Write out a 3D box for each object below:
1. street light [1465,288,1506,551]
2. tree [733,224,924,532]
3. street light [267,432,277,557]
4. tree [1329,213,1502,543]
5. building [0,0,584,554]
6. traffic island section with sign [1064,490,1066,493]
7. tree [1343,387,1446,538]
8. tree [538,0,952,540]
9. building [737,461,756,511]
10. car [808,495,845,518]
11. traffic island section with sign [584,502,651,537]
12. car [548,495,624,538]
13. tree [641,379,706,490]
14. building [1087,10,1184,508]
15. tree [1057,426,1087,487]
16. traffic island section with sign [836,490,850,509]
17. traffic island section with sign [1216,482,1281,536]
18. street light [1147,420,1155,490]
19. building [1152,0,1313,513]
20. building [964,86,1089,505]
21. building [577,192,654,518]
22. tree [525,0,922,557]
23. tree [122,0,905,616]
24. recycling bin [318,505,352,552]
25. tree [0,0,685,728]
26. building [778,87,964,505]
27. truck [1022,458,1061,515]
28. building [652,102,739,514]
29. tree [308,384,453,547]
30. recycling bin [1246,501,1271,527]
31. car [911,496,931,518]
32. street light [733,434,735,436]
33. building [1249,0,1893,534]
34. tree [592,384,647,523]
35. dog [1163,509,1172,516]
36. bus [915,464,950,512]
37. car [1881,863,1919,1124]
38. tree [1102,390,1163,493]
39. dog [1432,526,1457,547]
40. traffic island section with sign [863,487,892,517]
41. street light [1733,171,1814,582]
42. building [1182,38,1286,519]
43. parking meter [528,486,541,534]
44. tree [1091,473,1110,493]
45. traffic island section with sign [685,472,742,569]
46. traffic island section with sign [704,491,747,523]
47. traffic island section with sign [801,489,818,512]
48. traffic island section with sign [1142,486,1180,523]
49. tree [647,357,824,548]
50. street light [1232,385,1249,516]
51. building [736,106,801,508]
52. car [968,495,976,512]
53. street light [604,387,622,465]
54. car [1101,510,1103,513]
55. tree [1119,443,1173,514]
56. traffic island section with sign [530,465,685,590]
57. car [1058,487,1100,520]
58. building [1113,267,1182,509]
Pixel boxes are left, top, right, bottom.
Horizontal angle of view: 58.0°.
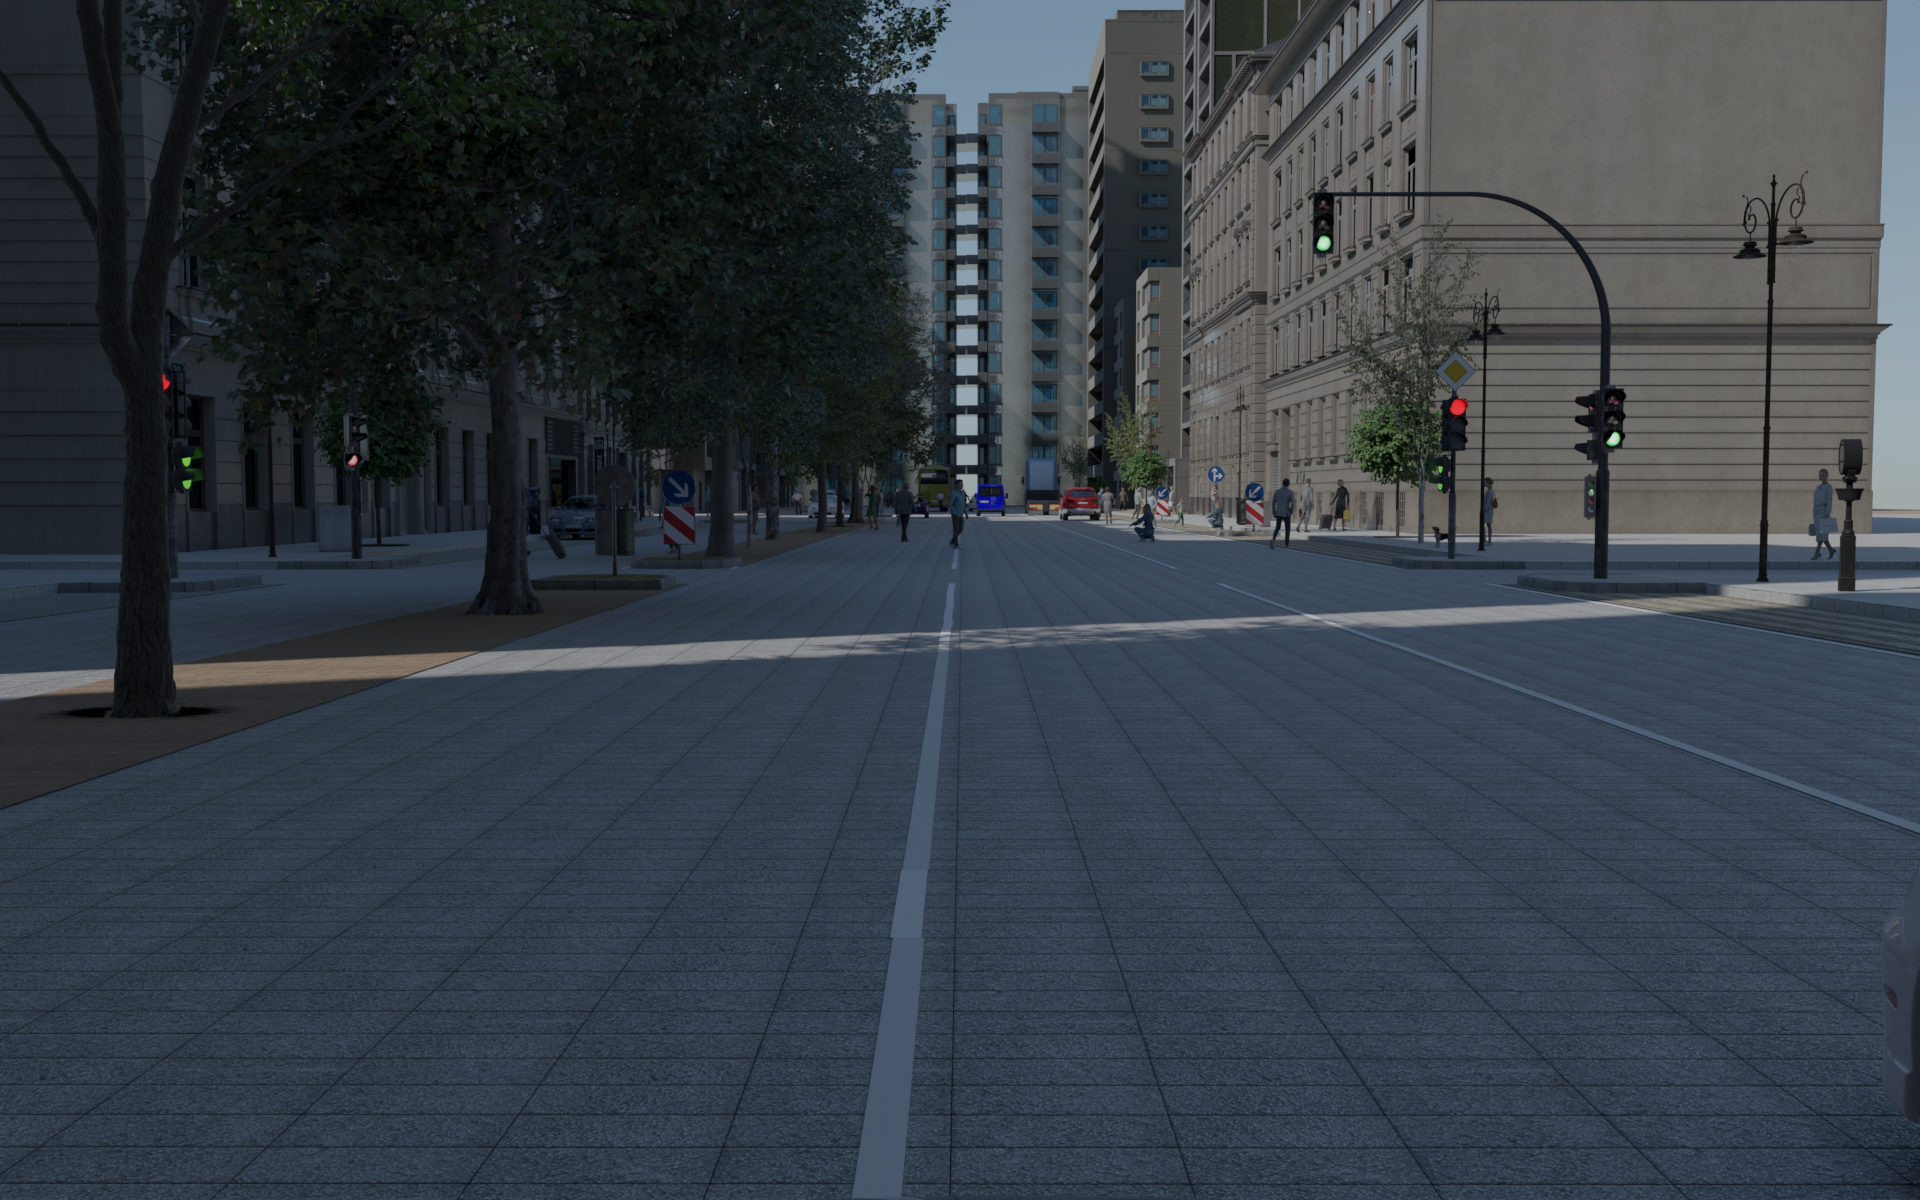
[{"bbox_3d":[11.808,-4.052,39.041,0.468,5.910,1.993,0,3,0],"label":"street light"},{"bbox_3d":[-5.256,-8.817,64.745,7.486,12.596,7.792,0,3,0],"label":"tree"},{"bbox_3d":[-13.985,-3.809,35.059,0.468,5.910,1.993,0,3,0],"label":"street light"},{"bbox_3d":[11.783,-5.785,44.947,4.360,8.622,3.978,0,3,0],"label":"tree"},{"bbox_3d":[-24.937,-17.179,57.293,17.030,29.872,44.131,0,3,0],"label":"building"},{"bbox_3d":[10.010,-9.487,163.732,1.989,1.847,2.006,0,3,0],"label":"traffic island section with sign"},{"bbox_3d":[13.028,-4.121,51.094,4.285,4.588,4.351,0,3,0],"label":"tree"},{"bbox_3d":[-7.013,-11.956,53.833,12.611,20.169,13.585,0,3,0],"label":"tree"},{"bbox_3d":[-26.657,-42.499,133.116,20.563,71.187,20.611,0,3,0],"label":"building"},{"bbox_3d":[-7.967,-5.579,103.571,2.083,1.381,4.827,0,4,2],"label":"car"},{"bbox_3d":[-11.612,-3.079,58.963,1.989,1.847,2.006,0,3,0],"label":"traffic island section with sign"},{"bbox_3d":[-11.823,-2.648,55.305,2.014,1.417,4.499,0,4,1],"label":"car"},{"bbox_3d":[-14.729,-8.420,88.028,4.360,8.622,3.978,0,3,0],"label":"tree"},{"bbox_3d":[24.066,-33.499,171.412,21.300,48.544,21.600,0,3,0],"label":"building"},{"bbox_3d":[12.565,-14.407,185.917,4.737,8.622,4.395,0,3,0],"label":"tree"},{"bbox_3d":[-11.401,-9.447,163.081,1.989,1.847,2.006,0,3,0],"label":"traffic island section with sign"},{"bbox_3d":[9.822,-3.091,59.159,1.989,1.847,2.006,0,3,0],"label":"traffic island section with sign"},{"bbox_3d":[11.991,-8.307,108.602,0.468,5.910,1.993,0,3,0],"label":"street light"},{"bbox_3d":[24.847,-41.721,120.385,20.563,71.187,20.611,0,3,0],"label":"building"},{"bbox_3d":[15.979,-35.871,206.105,30.456,49.044,23.786,0,3,0],"label":"building"},{"bbox_3d":[-22.047,-14.651,88.699,9.793,20.994,18.267,0,3,0],"label":"building"},{"bbox_3d":[-5.248,-7.855,37.545,9.857,13.997,8.962,0,3,0],"label":"tree"},{"bbox_3d":[-5.427,-6.181,20.518,9.611,12.733,9.660,0,3,0],"label":"tree"},{"bbox_3d":[-13.899,-1.598,38.678,0.722,1.027,0.722,-1,4,-13],"label":"recycling bin"},{"bbox_3d":[-5.154,-5.045,10.699,9.928,11.665,9.643,0,3,0],"label":"tree"},{"bbox_3d":[-14.475,-35.903,206.620,30.456,49.044,23.786,0,3,0],"label":"building"},{"bbox_3d":[5.995,-8.257,124.755,2.967,4.110,18.799,0,4,2],"label":"truck"},{"bbox_3d":[-22.894,-21.086,116.460,14.160,30.474,14.107,0,3,0],"label":"building"},{"bbox_3d":[-14.292,-3.611,42.746,4.285,4.588,4.351,0,3,0],"label":"tree"},{"bbox_3d":[11.652,-3.370,67.647,0.722,1.027,0.722,3,5,44],"label":"recycling bin"},{"bbox_3d":[-2.714,-5.576,103.746,1.945,1.354,3.894,0,4,0],"label":"car"},{"bbox_3d":[-13.828,-8.041,104.262,0.468,5.910,1.993,0,3,0],"label":"street light"},{"bbox_3d":[21.968,-14.416,68.993,16.112,22.955,30.059,0,3,0],"label":"building"},{"bbox_3d":[-13.835,-7.639,75.263,4.737,8.622,4.395,0,3,0],"label":"tree"},{"bbox_3d":[12.072,-5.112,101.318,0.748,0.427,0.550,0,4,-1],"label":"dog"},{"bbox_3d":[-2.226,-9.299,143.584,2.896,3.916,12.252,0,4,-2],"label":"bus"},{"bbox_3d":[2.794,0.656,1.634,2.083,1.381,4.827,0,4,1],"label":"car"},{"bbox_3d":[12.258,-10.512,122.230,4.737,8.622,4.395,0,3,0],"label":"tree"},{"bbox_3d":[11.664,-1.522,41.718,0.406,0.507,0.540,3,5,42],"label":"dog"},{"bbox_3d":[-5.273,-6.178,109.142,2.006,1.907,1.989,0,3,0],"label":"traffic island section with sign"},{"bbox_3d":[11.760,-3.205,25.197,0.468,5.910,1.993,0,3,0],"label":"street light"},{"bbox_3d":[20.023,-18.296,96.401,12.463,27.353,25.104,0,3,0],"label":"building"},{"bbox_3d":[-13.579,-2.867,55.294,0.372,1.533,0.369,0,3,0],"label":"parking meter"},{"bbox_3d":[12.719,-9.991,157.946,1.663,3.219,1.824,0,3,0],"label":"tree"},{"bbox_3d":[-5.407,-1.582,34.004,2.006,1.907,1.989,0,3,0],"label":"traffic island section with sign"},{"bbox_3d":[-11.565,-4.727,85.918,1.989,1.847,2.006,0,3,0],"label":"traffic island section with sign"},{"bbox_3d":[-11.460,-7.798,136.126,1.989,1.847,2.006,0,3,0],"label":"traffic island section with sign"},{"bbox_3d":[9.860,-4.739,86.114,1.989,1.847,2.006,0,3,0],"label":"traffic island section with sign"},{"bbox_3d":[-5.524,-5.660,45.361,4.737,8.622,4.395,0,3,0],"label":"tree"},{"bbox_3d":[11.861,-6.152,73.378,0.468,5.910,1.993,0,3,0],"label":"street light"},{"bbox_3d":[-27.902,-29.047,166.801,23.993,40.220,32.217,0,3,0],"label":"building"},{"bbox_3d":[1.675,-7.936,142.120,2.083,1.381,4.827,0,4,2],"label":"car"},{"bbox_3d":[-13.954,-5.935,69.823,0.468,5.910,1.993,0,3,0],"label":"street light"},{"bbox_3d":[9.703,-7.150,128.905,2.014,1.417,4.499,0,4,1],"label":"car"},{"bbox_3d":[12.146,-7.863,112.279,4.285,4.588,4.351,0,3,0],"label":"tree"},{"bbox_3d":[-5.431,-1.129,26.596,2.006,1.907,1.989,0,3,0],"label":"traffic island section with sign"},{"bbox_3d":[6.591,-5.320,95.653,2.281,1.827,5.304,0,3,0],"label":"car"},{"bbox_3d":[28.129,-18.446,146.631,27.650,21.520,28.899,0,3,0],"label":"building"}]
